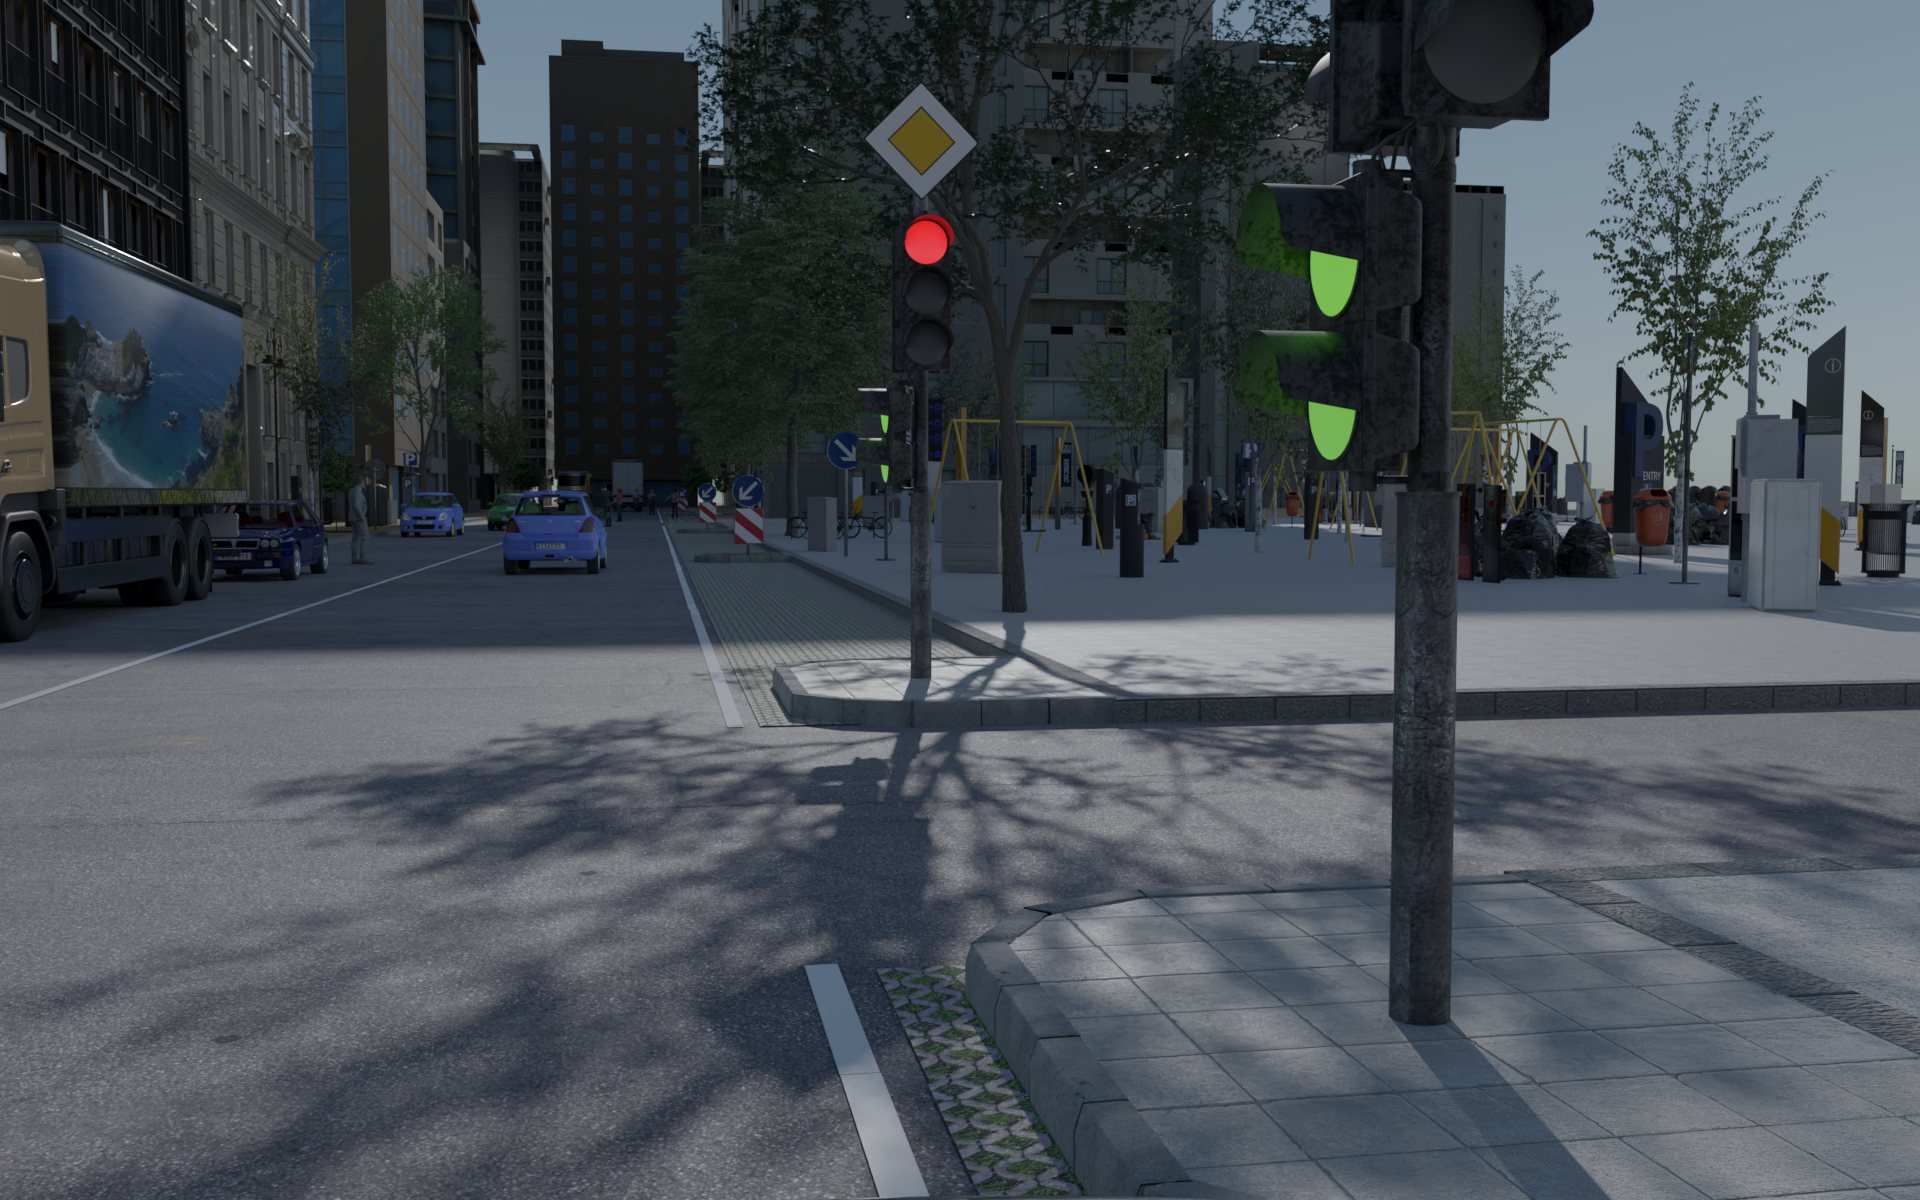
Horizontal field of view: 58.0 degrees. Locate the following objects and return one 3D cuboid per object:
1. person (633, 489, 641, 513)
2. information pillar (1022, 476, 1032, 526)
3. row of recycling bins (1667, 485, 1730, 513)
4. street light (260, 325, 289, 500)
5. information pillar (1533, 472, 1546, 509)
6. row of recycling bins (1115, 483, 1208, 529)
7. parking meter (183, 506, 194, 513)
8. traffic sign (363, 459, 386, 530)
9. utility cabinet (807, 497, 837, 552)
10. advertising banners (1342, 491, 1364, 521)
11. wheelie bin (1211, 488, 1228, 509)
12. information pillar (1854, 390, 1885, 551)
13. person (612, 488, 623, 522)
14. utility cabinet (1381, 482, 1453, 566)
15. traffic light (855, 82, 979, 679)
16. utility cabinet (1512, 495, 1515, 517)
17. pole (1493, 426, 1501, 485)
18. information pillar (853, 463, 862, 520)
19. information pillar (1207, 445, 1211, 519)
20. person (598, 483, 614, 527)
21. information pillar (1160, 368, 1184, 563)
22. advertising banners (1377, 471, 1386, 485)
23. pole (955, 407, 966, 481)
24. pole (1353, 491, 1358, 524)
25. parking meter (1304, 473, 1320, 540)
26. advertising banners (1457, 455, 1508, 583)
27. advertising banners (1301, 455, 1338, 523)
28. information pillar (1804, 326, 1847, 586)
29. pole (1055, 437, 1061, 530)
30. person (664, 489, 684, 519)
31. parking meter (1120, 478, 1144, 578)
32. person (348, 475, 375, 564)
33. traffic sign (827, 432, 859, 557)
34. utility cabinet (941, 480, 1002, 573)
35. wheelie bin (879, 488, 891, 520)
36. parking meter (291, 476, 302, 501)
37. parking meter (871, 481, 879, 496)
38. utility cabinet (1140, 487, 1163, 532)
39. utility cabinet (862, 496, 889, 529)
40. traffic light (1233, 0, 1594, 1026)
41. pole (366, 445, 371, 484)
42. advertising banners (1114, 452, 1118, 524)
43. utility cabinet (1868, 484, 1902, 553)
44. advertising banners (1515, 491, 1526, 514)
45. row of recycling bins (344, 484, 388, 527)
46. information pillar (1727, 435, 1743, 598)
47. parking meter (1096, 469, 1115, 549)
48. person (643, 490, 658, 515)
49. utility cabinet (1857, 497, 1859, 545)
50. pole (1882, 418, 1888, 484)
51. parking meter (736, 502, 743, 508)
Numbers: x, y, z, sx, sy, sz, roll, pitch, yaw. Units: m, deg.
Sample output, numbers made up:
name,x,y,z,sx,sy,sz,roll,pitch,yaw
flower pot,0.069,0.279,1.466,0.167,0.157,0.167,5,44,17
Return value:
name,x,y,z,sx,sy,sz,roll,pitch,yaw
person,-24.919,-7.670,133.769,0.709,1.838,0.599,1,4,17
information pillar,2.719,-4.048,70.669,0.304,2.012,0.304,3,4,38
row of recycling bins,35.350,-4.627,82.765,1.069,1.692,3.534,-2,4,-29
street light,-18.755,-4.571,47.519,0.468,5.910,1.993,-1,4,-10
information pillar,19.678,-3.325,58.862,0.304,2.012,0.304,-1,4,-12
row of recycling bins,7.418,-3.466,63.779,3.534,1.692,1.069,1,4,20
parking meter,-16.200,-1.698,36.168,0.372,1.533,0.369,0,3,0
traffic sign,-21.102,-3.813,62.449,0.768,2.556,0.104,-1,4,-10
utility cabinet,-3.084,-1.691,38.814,0.306,1.237,1.020,-2,4,-28
advertising banners,19.186,-5.364,83.894,2.074,3.025,0.090,-2,4,-29
wheelie bin,13.136,-4.896,87.964,0.693,1.594,0.980,3,4,37
information pillar,20.536,-2.919,39.086,0.504,3.616,0.183,1,4,11
person,-17.728,-4.922,89.696,0.721,1.743,1.217,1,4,13
utility cabinet,8.028,-1.330,30.425,1.173,1.500,0.318,0,4,6
traffic light,-0.291,-1.411,11.993,0.839,4.253,0.868,-1,4,-10
utility cabinet,25.022,-4.177,79.462,1.020,1.237,0.306,2,4,28
pole,16.034,-3.541,51.742,0.158,3.312,0.155,0,3,0
information pillar,-5.068,-5.752,85.405,0.504,3.616,0.183,-1,4,-22
information pillar,11.958,-5.618,83.205,0.183,3.616,0.504,0,4,-6
person,-15.547,-4.164,75.942,0.474,1.900,0.648,3,5,40
information pillar,3.979,-2.510,32.386,0.504,3.616,0.183,-3,5,-44
advertising banners,12.961,-3.327,50.582,2.074,3.025,0.090,1,4,20
pole,0.046,-2.874,40.836,0.158,3.312,0.155,0,3,0
pole,17.067,-4.939,74.596,0.158,3.312,0.155,0,3,0
parking meter,9.948,-2.644,48.933,0.399,1.863,0.255,-1,4,-17
advertising banners,7.527,-1.805,25.702,0.090,3.025,2.074,-1,4,-13
advertising banners,16.042,-4.965,77.368,2.074,3.025,0.090,-2,4,-25
information pillar,12.119,-2.013,24.272,0.504,3.616,0.183,2,4,33
pole,3.531,-4.199,62.499,0.158,3.312,0.155,0,3,0
person,-16.628,-5.601,100.787,1.217,1.736,0.721,1,4,9
parking meter,2.650,-1.117,26.674,0.372,1.533,0.369,0,3,0
person,-12.294,-1.639,35.398,0.391,1.810,0.635,-3,5,-43
traffic sign,-2.343,-2.166,35.526,0.768,2.556,0.104,0,4,-7
utility cabinet,0.236,-1.199,28.280,1.173,1.500,0.318,3,4,38
wheelie bin,-3.674,-4.624,83.518,0.693,1.594,0.980,0,4,4
parking meter,-21.332,-3.059,55.721,0.255,1.863,0.399,0,4,-2
parking meter,-3.928,-4.539,79.925,0.255,1.863,0.399,2,4,29
utility cabinet,6.384,-3.010,57.886,0.318,1.500,1.173,-2,4,-28
utility cabinet,-3.087,-3.193,63.375,1.020,1.237,0.306,3,4,37
traffic light,1.108,-0.930,4.131,0.839,4.253,0.868,-1,4,-10
pole,-24.624,-4.789,72.151,0.158,3.312,0.155,0,3,0
advertising banners,6.448,-4.737,73.643,0.090,3.025,2.074,-1,4,-9
utility cabinet,19.966,-1.757,37.402,0.318,1.500,1.173,3,5,44
advertising banners,24.122,-4.934,76.855,2.074,3.025,0.090,2,4,23
row of recycling bins,-23.671,-3.799,69.231,1.069,1.692,3.534,0,4,-2
information pillar,9.776,-1.040,21.496,0.304,2.012,0.304,-1,4,-14
parking meter,3.371,-2.111,40.225,0.399,1.863,0.255,-3,5,-40
person,-21.075,-6.658,118.094,1.217,1.736,0.721,2,4,27
utility cabinet,23.053,-1.988,43.664,1.020,1.237,0.306,-2,4,-31
pole,24.622,-3.205,46.250,0.158,3.312,0.155,0,3,0
parking meter,-9.913,-4.441,78.326,0.399,1.863,0.255,-3,5,-41
